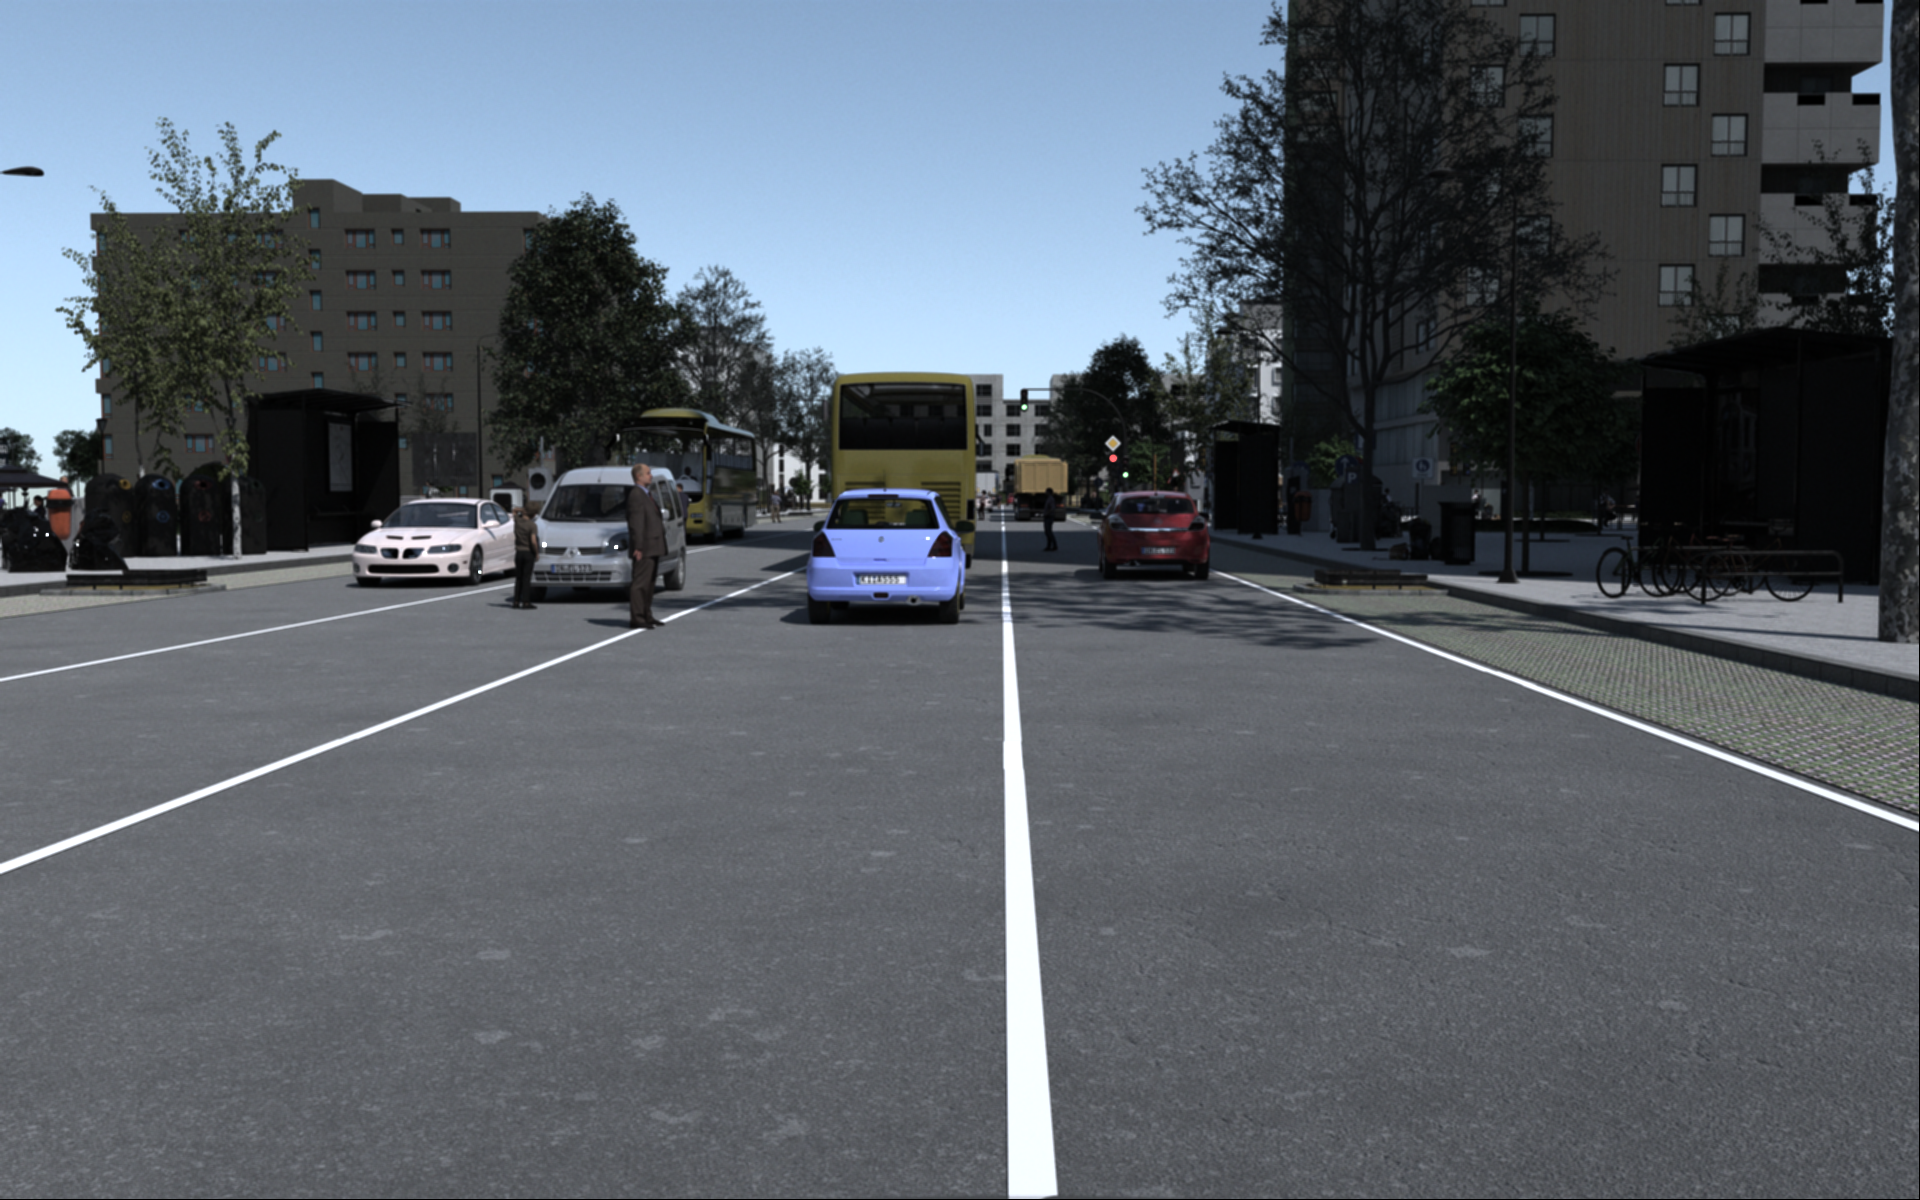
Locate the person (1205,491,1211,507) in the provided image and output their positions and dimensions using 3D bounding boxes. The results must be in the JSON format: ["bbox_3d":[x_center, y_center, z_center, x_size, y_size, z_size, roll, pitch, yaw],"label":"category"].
[{"bbox_3d":[23.101,-9.457,161.111,0.568,1.767,0.683,0,4,1],"label":"person"}]

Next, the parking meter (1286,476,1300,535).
[{"bbox_3d":[10.583,-3.014,54.992,0.399,1.863,0.255,1,4,22],"label":"parking meter"}]

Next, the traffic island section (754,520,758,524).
[{"bbox_3d":[-10.815,-3.720,83.101,2.009,0.180,2.903,0,4,1],"label":"traffic island section"}]

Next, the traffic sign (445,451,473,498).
[{"bbox_3d":[-15.250,-3.224,52.717,0.884,2.594,0.081,0,4,5],"label":"traffic sign"}]

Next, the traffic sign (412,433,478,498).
[{"bbox_3d":[-17.087,-3.887,57.424,2.265,3.308,0.079,1,4,8],"label":"traffic sign"}]

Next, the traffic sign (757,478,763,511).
[{"bbox_3d":[-15.627,-8.244,134.894,0.768,2.556,0.104,0,4,8],"label":"traffic sign"}]

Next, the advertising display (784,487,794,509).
[{"bbox_3d":[-15.098,-9.052,153.206,0.974,1.923,0.123,-2,4,-28],"label":"advertising display"}]

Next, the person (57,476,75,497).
[{"bbox_3d":[-24.125,-2.459,46.808,0.434,1.755,0.990,1,4,12],"label":"person"}]

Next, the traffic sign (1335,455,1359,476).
[{"bbox_3d":[12.471,-3.411,55.879,0.768,2.556,0.104,1,4,10],"label":"traffic sign"}]

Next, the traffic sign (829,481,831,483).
[{"bbox_3d":[-11.430,-9.441,154.099,0.795,2.593,0.064,1,4,11],"label":"traffic sign"}]

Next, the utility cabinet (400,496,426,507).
[{"bbox_3d":[-17.121,-2.627,54.113,1.020,1.237,0.306,2,4,29],"label":"utility cabinet"}]

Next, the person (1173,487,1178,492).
[{"bbox_3d":[8.506,-3.687,68.391,0.319,1.574,0.516,2,4,24],"label":"person"}]

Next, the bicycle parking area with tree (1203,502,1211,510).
[{"bbox_3d":[20.340,-9.074,135.366,9.016,4.147,8.231,1,4,20],"label":"bicycle parking area with tree"}]

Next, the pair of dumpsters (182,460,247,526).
[{"bbox_3d":[-17.249,-2.426,42.155,1.574,2.255,4.437,0,4,2],"label":"pair of dumpsters"}]

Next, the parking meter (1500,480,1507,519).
[{"bbox_3d":[22.980,-4.109,72.899,0.399,1.863,0.255,3,4,36],"label":"parking meter"}]

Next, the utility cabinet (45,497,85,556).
[{"bbox_3d":[-18.540,-1.516,35.954,1.020,1.237,0.306,2,4,30],"label":"utility cabinet"}]

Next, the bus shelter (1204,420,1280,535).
[{"bbox_3d":[9.356,-4.062,57.695,1.731,3.624,6.357,0,4,1],"label":"bus shelter"}]

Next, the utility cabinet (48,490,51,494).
[{"bbox_3d":[-44.105,-4.660,84.872,1.173,1.500,0.318,1,4,15],"label":"utility cabinet"}]

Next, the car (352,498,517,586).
[{"bbox_3d":[-8.484,-0.990,28.554,2.083,1.381,4.827,0,4,-1],"label":"car"}]

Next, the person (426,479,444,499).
[{"bbox_3d":[-15.496,-2.701,50.935,0.376,1.734,0.841,1,4,16],"label":"person"}]

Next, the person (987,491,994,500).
[{"bbox_3d":[3.086,-10.609,182.671,1.217,1.735,0.721,0,4,6],"label":"person"}]

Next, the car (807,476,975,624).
[{"bbox_3d":[-0.803,-0.662,20.417,1.945,1.707,3.694,0,4,1],"label":"car"}]

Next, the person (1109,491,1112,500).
[{"bbox_3d":[20.016,-13.652,230.045,0.721,1.735,1.217,2,4,25],"label":"person"}]

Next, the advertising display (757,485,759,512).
[{"bbox_3d":[-15.041,-7.329,125.035,0.974,1.923,0.123,0,4,-2],"label":"advertising display"}]

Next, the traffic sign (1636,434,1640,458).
[{"bbox_3d":[12.730,-1.933,31.709,0.768,2.556,0.104,0,4,3],"label":"traffic sign"}]

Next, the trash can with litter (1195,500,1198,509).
[{"bbox_3d":[13.554,-5.651,103.449,2.233,1.210,1.678,-1,4,-23],"label":"trash can with litter"}]

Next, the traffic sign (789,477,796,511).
[{"bbox_3d":[-12.504,-7.973,130.464,0.768,2.556,0.104,0,4,6],"label":"traffic sign"}]

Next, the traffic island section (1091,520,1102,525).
[{"bbox_3d":[7.301,-3.693,82.659,2.009,0.180,2.903,0,4,1],"label":"traffic island section"}]

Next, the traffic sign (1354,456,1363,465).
[{"bbox_3d":[13.220,-3.549,58.131,0.768,2.556,0.104,0,4,7],"label":"traffic sign"}]

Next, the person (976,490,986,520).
[{"bbox_3d":[1.131,-5.198,94.947,0.566,1.644,0.517,2,4,30],"label":"person"}]

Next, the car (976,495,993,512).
[{"bbox_3d":[1.634,-7.677,137.876,2.083,1.381,4.827,0,4,0],"label":"car"}]

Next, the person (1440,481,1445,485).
[{"bbox_3d":[18.031,-3.556,64.729,0.434,1.755,0.990,-3,5,-42],"label":"person"}]

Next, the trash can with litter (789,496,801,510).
[{"bbox_3d":[-13.023,-7.644,136.030,1.678,1.210,2.233,-1,4,-15],"label":"trash can with litter"}]

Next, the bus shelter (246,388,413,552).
[{"bbox_3d":[-14.955,-3.070,41.470,1.731,3.624,6.357,0,4,1],"label":"bus shelter"}]

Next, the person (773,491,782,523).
[{"bbox_3d":[-9.189,-4.671,86.927,0.516,1.574,0.319,2,4,33],"label":"person"}]

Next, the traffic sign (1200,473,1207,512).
[{"bbox_3d":[12.731,-5.588,91.473,0.768,2.556,0.104,0,4,8],"label":"traffic sign"}]

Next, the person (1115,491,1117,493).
[{"bbox_3d":[17.365,-11.262,191.006,0.721,1.723,1.217,2,4,31],"label":"person"}]

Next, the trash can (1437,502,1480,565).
[{"bbox_3d":[9.036,-1.210,31.432,0.748,1.137,0.748,0,3,0],"label":"trash can"}]

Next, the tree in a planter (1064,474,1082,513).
[{"bbox_3d":[8.551,-8.381,134.252,1.991,3.239,1.994,0,4,1],"label":"tree in a planter"}]

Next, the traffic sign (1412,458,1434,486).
[{"bbox_3d":[12.699,-2.781,47.599,0.606,2.300,0.079,1,4,11],"label":"traffic sign"}]

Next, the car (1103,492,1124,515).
[{"bbox_3d":[6.754,-3.682,69.798,1.945,1.707,3.694,0,4,3],"label":"car"}]

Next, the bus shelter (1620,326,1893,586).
[{"bbox_3d":[12.346,-2.206,27.357,1.731,3.624,6.357,0,4,1],"label":"bus shelter"}]

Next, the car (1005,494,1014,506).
[{"bbox_3d":[6.552,-12.392,211.643,2.155,1.783,4.494,0,4,0],"label":"car"}]

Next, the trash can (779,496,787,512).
[{"bbox_3d":[-12.744,-6.899,124.454,0.748,1.137,0.748,0,3,0],"label":"trash can"}]

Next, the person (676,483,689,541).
[{"bbox_3d":[-7.386,-2.227,45.838,0.541,1.710,0.530,-3,5,-42],"label":"person"}]

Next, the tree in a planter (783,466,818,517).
[{"bbox_3d":[-9.885,-6.753,107.641,1.991,3.239,1.994,0,4,1],"label":"tree in a planter"}]

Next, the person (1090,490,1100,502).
[{"bbox_3d":[14.124,-10.668,181.177,1.217,1.736,0.721,-2,4,-26],"label":"person"}]

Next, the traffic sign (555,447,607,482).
[{"bbox_3d":[-16.175,-4.898,73.956,2.265,3.308,0.079,0,4,7],"label":"traffic sign"}]

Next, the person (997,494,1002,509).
[{"bbox_3d":[3.865,-9.632,169.216,0.421,1.427,0.697,-1,4,-23],"label":"person"}]

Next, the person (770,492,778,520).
[{"bbox_3d":[-10.373,-5.280,96.885,0.516,1.574,0.319,0,4,4],"label":"person"}]

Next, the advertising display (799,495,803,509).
[{"bbox_3d":[-13.730,-8.850,149.914,0.123,1.923,0.974,0,4,8],"label":"advertising display"}]

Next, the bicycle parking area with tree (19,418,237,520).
[{"bbox_3d":[-30.075,-4.798,65.446,8.231,4.147,9.016,1,4,20],"label":"bicycle parking area with tree"}]

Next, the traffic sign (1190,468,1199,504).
[{"bbox_3d":[11.138,-5.040,82.516,0.768,2.556,0.104,0,4,5],"label":"traffic sign"}]

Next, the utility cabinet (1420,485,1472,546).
[{"bbox_3d":[11.809,-2.044,42.096,1.173,1.500,0.318,0,4,7],"label":"utility cabinet"}]

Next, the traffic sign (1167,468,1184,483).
[{"bbox_3d":[10.647,-5.230,85.512,0.884,2.594,0.081,0,4,5],"label":"traffic sign"}]

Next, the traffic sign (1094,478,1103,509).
[{"bbox_3d":[10.769,-8.230,134.658,0.768,2.556,0.104,0,4,7],"label":"traffic sign"}]

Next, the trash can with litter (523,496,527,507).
[{"bbox_3d":[-21.579,-4.462,84.013,1.678,1.210,2.233,2,4,32],"label":"trash can with litter"}]

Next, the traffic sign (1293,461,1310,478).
[{"bbox_3d":[12.985,-4.042,66.198,0.768,2.556,0.104,0,4,4],"label":"traffic sign"}]

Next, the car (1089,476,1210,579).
[{"bbox_3d":[3.375,-1.319,30.598,2.155,1.783,4.494,0,4,3],"label":"car"}]
